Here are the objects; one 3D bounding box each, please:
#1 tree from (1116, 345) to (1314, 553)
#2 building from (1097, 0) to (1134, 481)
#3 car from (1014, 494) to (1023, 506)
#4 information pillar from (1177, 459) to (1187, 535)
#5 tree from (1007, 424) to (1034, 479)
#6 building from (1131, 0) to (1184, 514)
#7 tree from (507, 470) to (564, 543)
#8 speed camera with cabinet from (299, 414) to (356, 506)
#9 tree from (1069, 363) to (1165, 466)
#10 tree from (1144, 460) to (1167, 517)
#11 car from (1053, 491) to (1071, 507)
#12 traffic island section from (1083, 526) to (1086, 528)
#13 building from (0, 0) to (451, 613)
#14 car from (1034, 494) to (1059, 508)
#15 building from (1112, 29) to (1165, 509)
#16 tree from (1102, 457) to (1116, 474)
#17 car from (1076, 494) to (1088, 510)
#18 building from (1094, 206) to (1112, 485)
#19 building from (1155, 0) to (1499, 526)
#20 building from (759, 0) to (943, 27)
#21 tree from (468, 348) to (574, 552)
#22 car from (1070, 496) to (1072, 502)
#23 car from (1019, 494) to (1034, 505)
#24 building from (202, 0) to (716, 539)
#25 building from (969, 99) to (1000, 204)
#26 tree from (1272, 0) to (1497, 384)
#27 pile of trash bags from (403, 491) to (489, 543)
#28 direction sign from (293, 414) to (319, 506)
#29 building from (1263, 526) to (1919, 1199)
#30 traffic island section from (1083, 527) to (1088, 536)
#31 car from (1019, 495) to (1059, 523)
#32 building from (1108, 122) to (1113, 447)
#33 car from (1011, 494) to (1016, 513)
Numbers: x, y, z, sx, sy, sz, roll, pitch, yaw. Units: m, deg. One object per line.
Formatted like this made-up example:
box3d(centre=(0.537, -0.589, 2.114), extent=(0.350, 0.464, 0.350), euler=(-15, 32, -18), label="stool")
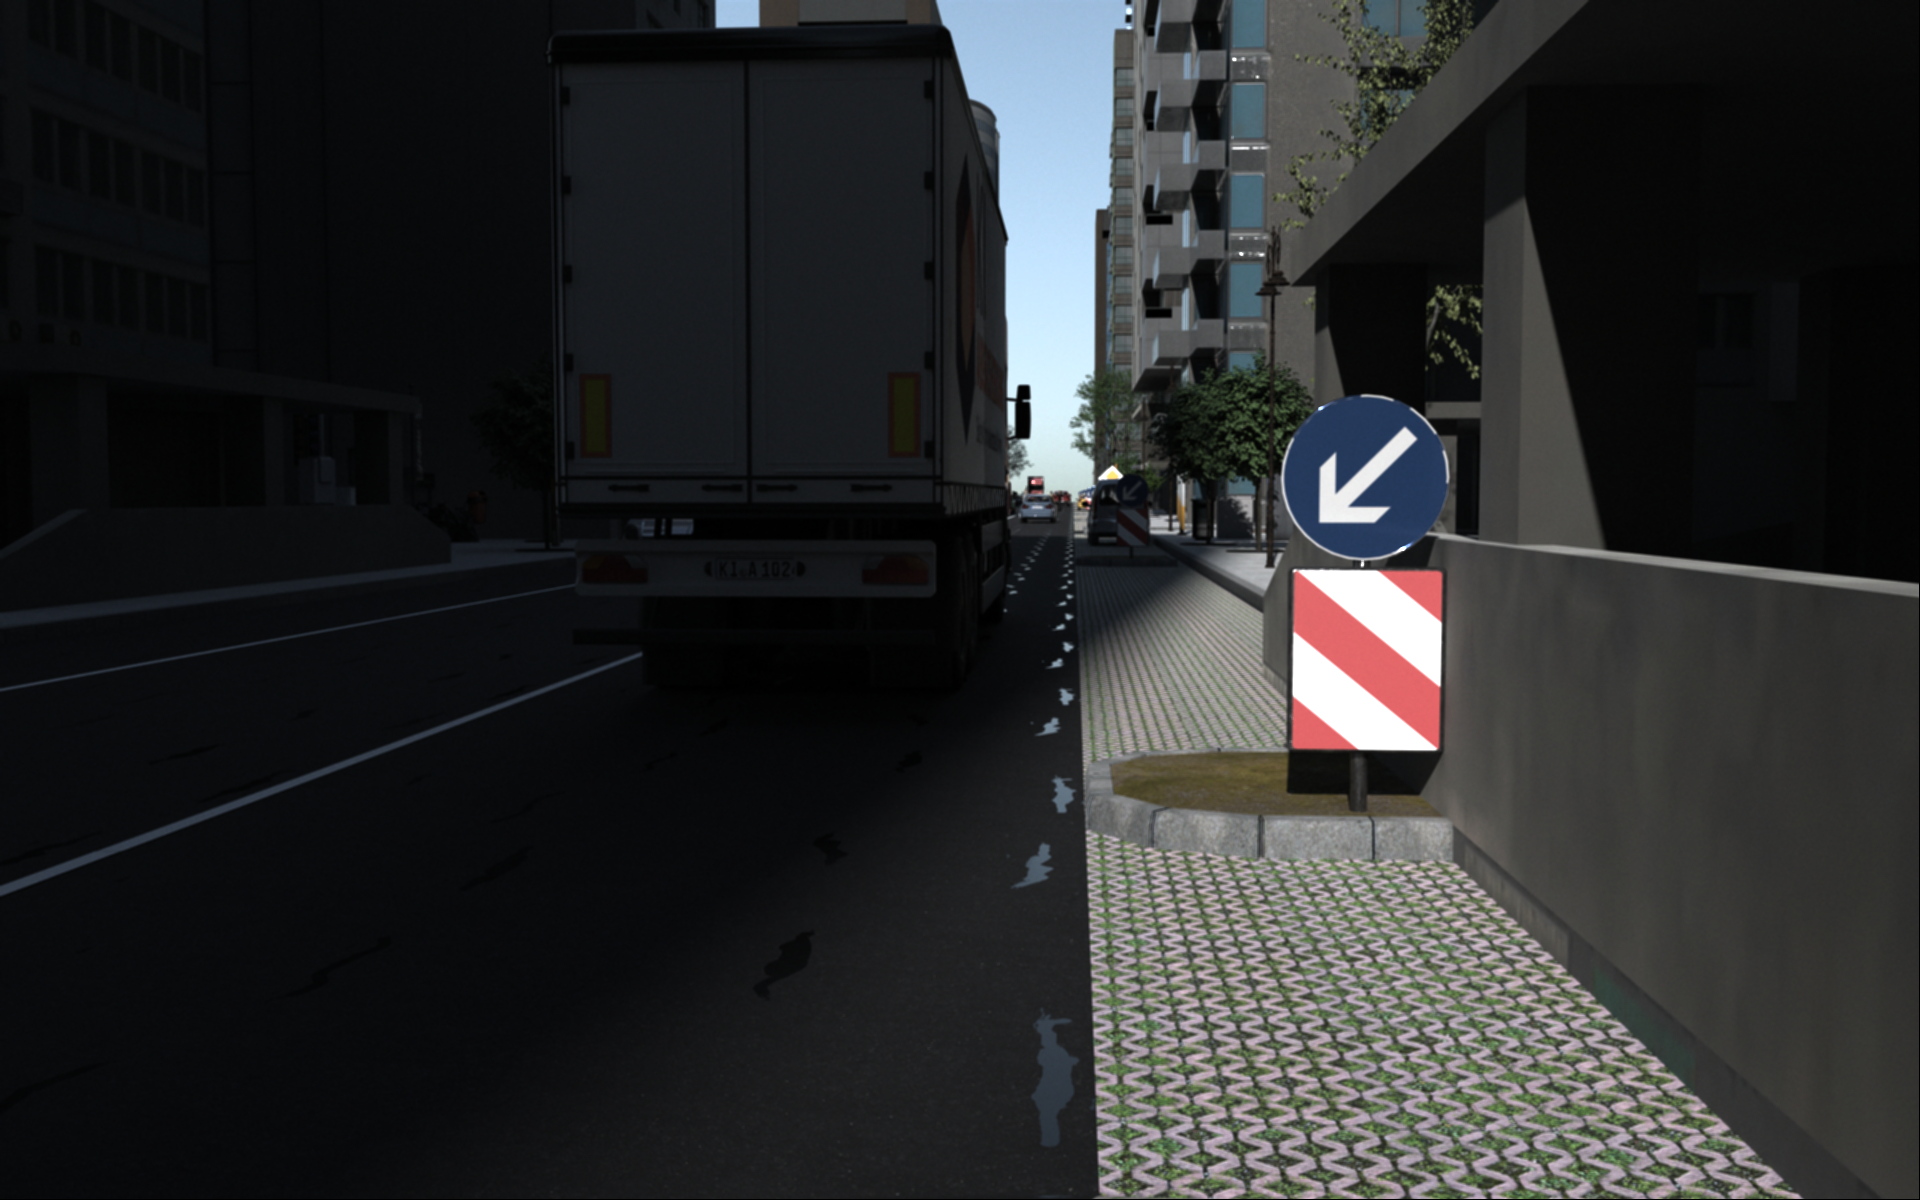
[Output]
box3d(centre=(6.579, -3.345, 38.398), extent=(4.285, 4.588, 4.351), euler=(0, 3, 0), label="tree")
box3d(centre=(30.541, -56.709, 239.855), extent=(22.319, 86.520, 31.000), euler=(0, 4, 4), label="building")
box3d(centre=(7.369, -11.814, 205.152), extent=(2.014, 1.417, 4.499), euler=(0, 4, 4), label="car")
box3d(centre=(6.933, -3.848, 54.271), extent=(0.183, 3.616, 0.504), euler=(-1, 4, -14), label="information pillar")
box3d(centre=(7.723, -23.896, 301.061), extent=(12.009, 13.543, 11.850), euler=(0, 3, 0), label="tree")
box3d(centre=(24.943, -31.871, 110.333), extent=(28.713, 52.752, 27.495), euler=(0, 4, 4), label="building")
box3d(centre=(-11.154, -3.163, 46.321), extent=(1.663, 3.219, 1.824), euler=(0, 3, 0), label="tree")
box3d(centre=(-15.549, -2.998, 43.355), extent=(0.660, 3.252, 2.038), euler=(2, 4, 27), label="speed camera with cabinet")
box3d(centre=(12.364, -12.861, 136.026), extent=(9.928, 11.665, 9.643), euler=(0, 3, 0), label="tree")
box3d(centre=(10.607, -6.303, 97.658), extent=(1.663, 3.219, 1.824), euler=(0, 3, 0), label="tree")
box3d(centre=(11.516, -11.531, 197.203), extent=(2.281, 1.827, 5.304), euler=(0, 4, 4), label="car")
box3d(centre=(5.837, -2.810, 68.217), extent=(2.009, 0.180, 2.903), euler=(0, 4, 4), label="traffic island section")
box3d(centre=(-26.016, -20.387, 25.211), extent=(32.217, 40.220, 23.993), euler=(0, 4, 4), label="building")
box3d(centre=(5.160, -5.971, 107.843), extent=(2.015, 1.641, 3.980), euler=(0, 4, 3), label="car")
box3d(centre=(20.727, -28.892, 155.981), extent=(14.154, 41.232, 14.086), euler=(0, 4, 4), label="building")
box3d(centre=(6.230, -3.675, 43.800), extent=(4.285, 4.588, 4.351), euler=(0, 3, 0), label="tree")
box3d(centre=(11.342, -8.818, 154.401), extent=(2.015, 1.641, 3.980), euler=(0, 4, 3), label="car")
box3d(centre=(27.536, -37.542, 263.914), extent=(14.600, 45.320, 14.200), euler=(0, 4, 4), label="building")
box3d(centre=(23.884, -27.910, 75.938), extent=(30.456, 49.044, 23.786), euler=(0, 4, 4), label="building")
box3d(centre=(-8.842, -30.630, 150.910), extent=(14.600, 45.320, 14.200), euler=(0, 4, 4), label="building")
box3d(centre=(-9.372, -3.389, 39.123), extent=(4.285, 4.588, 4.351), euler=(0, 3, 0), label="tree")
box3d(centre=(18.079, -17.585, 296.561), extent=(2.155, 1.783, 4.494), euler=(0, 4, 3), label="car")
box3d(centre=(7.836, -11.501, 197.085), extent=(2.155, 1.783, 4.494), euler=(0, 4, 3), label="car")
box3d(centre=(-15.455, -22.722, 55.093), extent=(14.086, 41.232, 14.154), euler=(0, 4, 4), label="building")
box3d(centre=(-5.358, -43.615, 255.098), extent=(21.231, 58.520, 28.212), euler=(0, 4, 4), label="building")
box3d(centre=(5.945, -4.425, 22.719), extent=(4.737, 8.622, 4.395), euler=(0, 3, 0), label="tree")
box3d(centre=(-13.713, -2.236, 46.312), extent=(1.912, 1.369, 3.447), euler=(1, 4, 17), label="pile of trash bags")
box3d(centre=(-18.209, -3.443, 48.295), extent=(0.379, 3.537, 0.876), euler=(2, 4, 26), label="direction sign")
box3d(centre=(17.977, -19.107, 4.284), extent=(32.217, 40.220, 23.993), euler=(0, 4, 4), label="building")
box3d(centre=(5.316, -2.322, 60.249), extent=(2.009, 0.180, 2.903), euler=(0, 4, 4), label="traffic island section")
box3d(centre=(3.942, -4.587, 87.000), extent=(2.014, 1.417, 4.499), euler=(0, 4, 5), label="car")
box3d(centre=(28.664, -35.625, 202.083), extent=(23.786, 49.044, 30.456), euler=(0, 4, 4), label="building")
box3d(centre=(3.216, -7.393, 129.676), extent=(1.959, 1.807, 4.718), euler=(0, 4, 4), label="car")
